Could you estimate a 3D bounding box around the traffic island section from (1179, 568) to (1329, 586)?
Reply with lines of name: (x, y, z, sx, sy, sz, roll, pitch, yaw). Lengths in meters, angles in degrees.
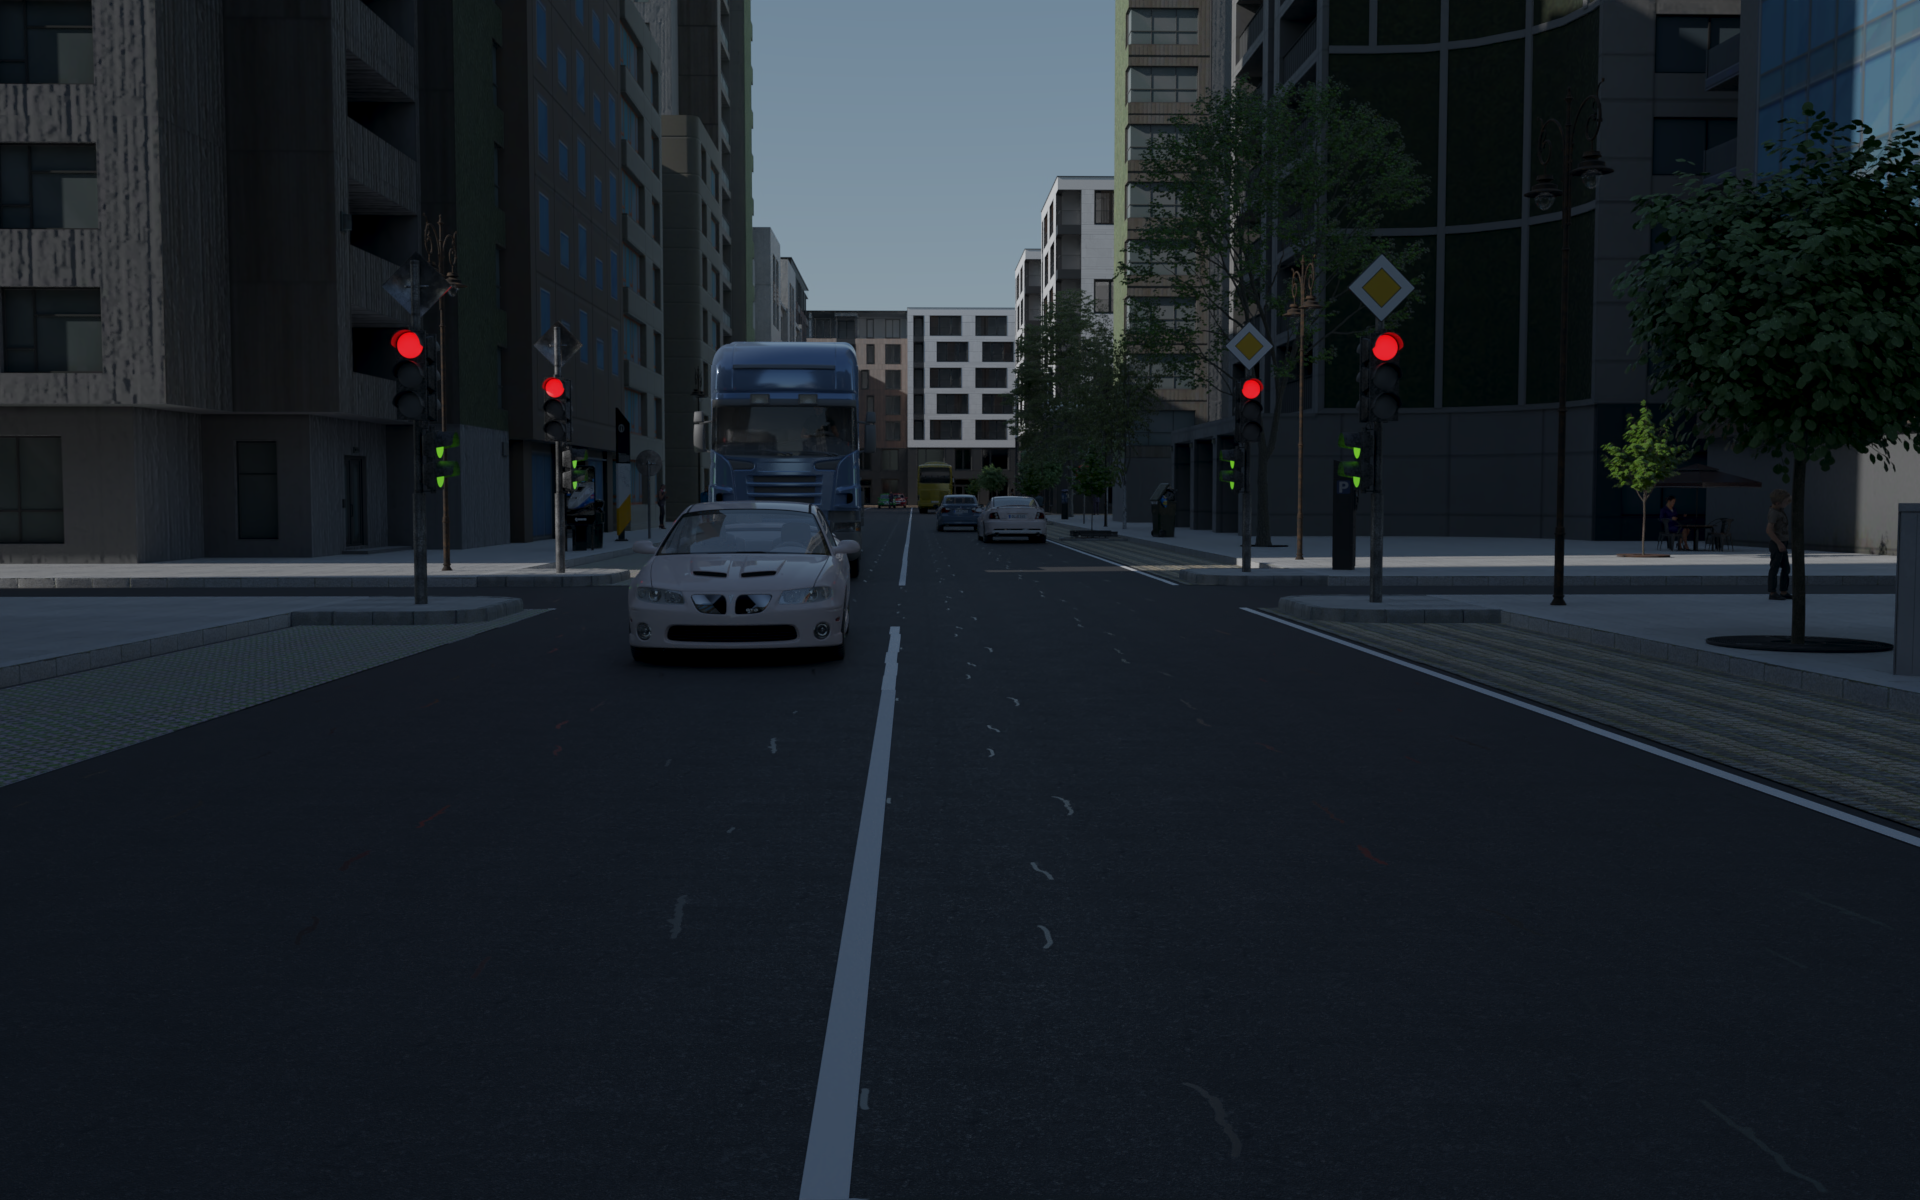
traffic island section: (4.735, -0.380, 28.501, 2.009, 0.180, 2.903, 0, 4, -2)

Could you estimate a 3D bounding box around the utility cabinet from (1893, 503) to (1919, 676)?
utility cabinet: (7.117, -0.056, 12.078, 1.020, 1.237, 0.306, 2, 4, 35)

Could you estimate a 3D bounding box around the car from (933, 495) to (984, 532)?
car: (-0.036, -3.387, 67.372, 2.014, 1.417, 4.499, 0, 4, -2)

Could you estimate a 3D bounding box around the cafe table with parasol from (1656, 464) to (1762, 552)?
cafe table with parasol: (16.598, -2.089, 39.021, 2.610, 1.966, 2.610, 2, 4, 30)

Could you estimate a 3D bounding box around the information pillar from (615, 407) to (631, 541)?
information pillar: (-9.149, -3.404, 47.017, 0.183, 3.616, 0.504, 2, 4, 33)

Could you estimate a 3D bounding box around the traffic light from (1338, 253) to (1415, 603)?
traffic light: (4.907, -1.926, 20.404, 0.839, 4.253, 0.868, 0, 4, -2)

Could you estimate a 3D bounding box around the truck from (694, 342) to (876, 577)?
truck: (-3.338, -2.861, 36.534, 2.967, 4.110, 18.799, 0, 4, -3)

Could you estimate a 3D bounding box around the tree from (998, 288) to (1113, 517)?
tree: (5.768, -10.885, 96.095, 7.486, 12.596, 7.792, 0, 3, 0)

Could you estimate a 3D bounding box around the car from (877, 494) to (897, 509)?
car: (-7.227, -9.945, 171.394, 1.959, 1.807, 4.718, 0, 4, -3)

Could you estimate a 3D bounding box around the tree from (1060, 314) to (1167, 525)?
tree: (6.315, -7.429, 71.825, 4.360, 8.622, 3.978, 0, 3, 0)

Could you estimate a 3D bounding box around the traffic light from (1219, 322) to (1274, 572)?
traffic light: (4.694, -2.414, 28.386, 0.839, 4.253, 0.868, 0, 4, -2)

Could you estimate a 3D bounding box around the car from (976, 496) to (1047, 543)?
car: (1.541, -2.432, 52.120, 2.083, 1.381, 4.827, 0, 4, -3)

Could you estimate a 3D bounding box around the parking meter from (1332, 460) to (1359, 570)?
parking meter: (6.524, -1.443, 29.307, 0.399, 1.863, 0.255, 2, 4, 24)

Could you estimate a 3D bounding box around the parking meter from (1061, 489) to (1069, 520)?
parking meter: (5.298, -4.835, 87.466, 0.372, 1.533, 0.369, 0, 3, 0)

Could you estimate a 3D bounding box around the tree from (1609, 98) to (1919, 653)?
tree: (7.165, -1.887, 14.561, 4.285, 4.588, 4.351, 0, 3, 0)

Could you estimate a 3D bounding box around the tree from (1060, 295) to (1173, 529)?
tree: (5.807, -6.914, 63.402, 4.737, 8.622, 4.395, 0, 3, 0)

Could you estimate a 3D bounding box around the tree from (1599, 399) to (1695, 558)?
tree: (13.839, -2.491, 35.329, 1.663, 3.219, 1.824, 0, 3, 0)

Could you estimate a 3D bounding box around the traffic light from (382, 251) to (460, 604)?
traffic light: (-6.269, -1.906, 20.091, 0.839, 4.253, 0.868, 0, 4, -2)

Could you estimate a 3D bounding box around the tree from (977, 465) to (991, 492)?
tree: (3.372, -12.067, 181.009, 4.285, 4.588, 4.351, 0, 3, 0)

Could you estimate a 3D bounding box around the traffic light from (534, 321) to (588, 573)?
traffic light: (-6.483, -2.395, 28.073, 0.839, 4.253, 0.868, 0, 4, -2)

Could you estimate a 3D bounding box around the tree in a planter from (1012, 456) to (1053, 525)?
tree in a planter: (3.333, -5.131, 81.121, 1.991, 3.239, 1.994, 0, 4, -2)

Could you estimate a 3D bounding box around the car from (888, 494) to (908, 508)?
car: (-6.458, -10.341, 178.116, 2.155, 1.783, 4.494, 0, 4, -3)

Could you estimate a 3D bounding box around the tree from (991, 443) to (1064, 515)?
tree: (5.074, -7.658, 108.920, 4.285, 4.588, 4.351, 0, 3, 0)

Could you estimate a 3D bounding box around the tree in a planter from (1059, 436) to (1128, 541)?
tree in a planter: (4.068, -3.425, 53.225, 1.991, 3.239, 1.994, 0, 4, -2)

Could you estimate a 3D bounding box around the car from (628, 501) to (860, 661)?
car: (-1.987, -0.251, 16.458, 2.083, 1.381, 4.827, 0, 4, -3)

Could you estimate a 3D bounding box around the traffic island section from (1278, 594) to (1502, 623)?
traffic island section: (4.948, 0.108, 20.519, 2.009, 0.180, 2.903, 0, 4, -2)

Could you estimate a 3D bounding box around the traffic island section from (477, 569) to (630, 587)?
traffic island section: (-6.523, -0.362, 28.206, 2.009, 0.180, 2.903, 0, 4, -2)

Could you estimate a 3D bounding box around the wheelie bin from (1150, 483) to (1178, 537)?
wheelie bin: (6.064, -2.666, 51.497, 0.693, 1.594, 0.980, -1, 4, -16)

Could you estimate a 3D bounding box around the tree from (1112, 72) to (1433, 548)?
tree: (7.481, -7.102, 41.881, 9.928, 11.665, 9.643, 0, 3, 0)

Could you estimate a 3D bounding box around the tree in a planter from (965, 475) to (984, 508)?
tree in a planter: (1.275, -9.818, 157.741, 1.991, 3.239, 1.994, 0, 4, -2)

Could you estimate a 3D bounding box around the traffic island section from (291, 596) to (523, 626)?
traffic island section: (-6.310, 0.126, 20.224, 2.009, 0.180, 2.903, 0, 4, -2)
